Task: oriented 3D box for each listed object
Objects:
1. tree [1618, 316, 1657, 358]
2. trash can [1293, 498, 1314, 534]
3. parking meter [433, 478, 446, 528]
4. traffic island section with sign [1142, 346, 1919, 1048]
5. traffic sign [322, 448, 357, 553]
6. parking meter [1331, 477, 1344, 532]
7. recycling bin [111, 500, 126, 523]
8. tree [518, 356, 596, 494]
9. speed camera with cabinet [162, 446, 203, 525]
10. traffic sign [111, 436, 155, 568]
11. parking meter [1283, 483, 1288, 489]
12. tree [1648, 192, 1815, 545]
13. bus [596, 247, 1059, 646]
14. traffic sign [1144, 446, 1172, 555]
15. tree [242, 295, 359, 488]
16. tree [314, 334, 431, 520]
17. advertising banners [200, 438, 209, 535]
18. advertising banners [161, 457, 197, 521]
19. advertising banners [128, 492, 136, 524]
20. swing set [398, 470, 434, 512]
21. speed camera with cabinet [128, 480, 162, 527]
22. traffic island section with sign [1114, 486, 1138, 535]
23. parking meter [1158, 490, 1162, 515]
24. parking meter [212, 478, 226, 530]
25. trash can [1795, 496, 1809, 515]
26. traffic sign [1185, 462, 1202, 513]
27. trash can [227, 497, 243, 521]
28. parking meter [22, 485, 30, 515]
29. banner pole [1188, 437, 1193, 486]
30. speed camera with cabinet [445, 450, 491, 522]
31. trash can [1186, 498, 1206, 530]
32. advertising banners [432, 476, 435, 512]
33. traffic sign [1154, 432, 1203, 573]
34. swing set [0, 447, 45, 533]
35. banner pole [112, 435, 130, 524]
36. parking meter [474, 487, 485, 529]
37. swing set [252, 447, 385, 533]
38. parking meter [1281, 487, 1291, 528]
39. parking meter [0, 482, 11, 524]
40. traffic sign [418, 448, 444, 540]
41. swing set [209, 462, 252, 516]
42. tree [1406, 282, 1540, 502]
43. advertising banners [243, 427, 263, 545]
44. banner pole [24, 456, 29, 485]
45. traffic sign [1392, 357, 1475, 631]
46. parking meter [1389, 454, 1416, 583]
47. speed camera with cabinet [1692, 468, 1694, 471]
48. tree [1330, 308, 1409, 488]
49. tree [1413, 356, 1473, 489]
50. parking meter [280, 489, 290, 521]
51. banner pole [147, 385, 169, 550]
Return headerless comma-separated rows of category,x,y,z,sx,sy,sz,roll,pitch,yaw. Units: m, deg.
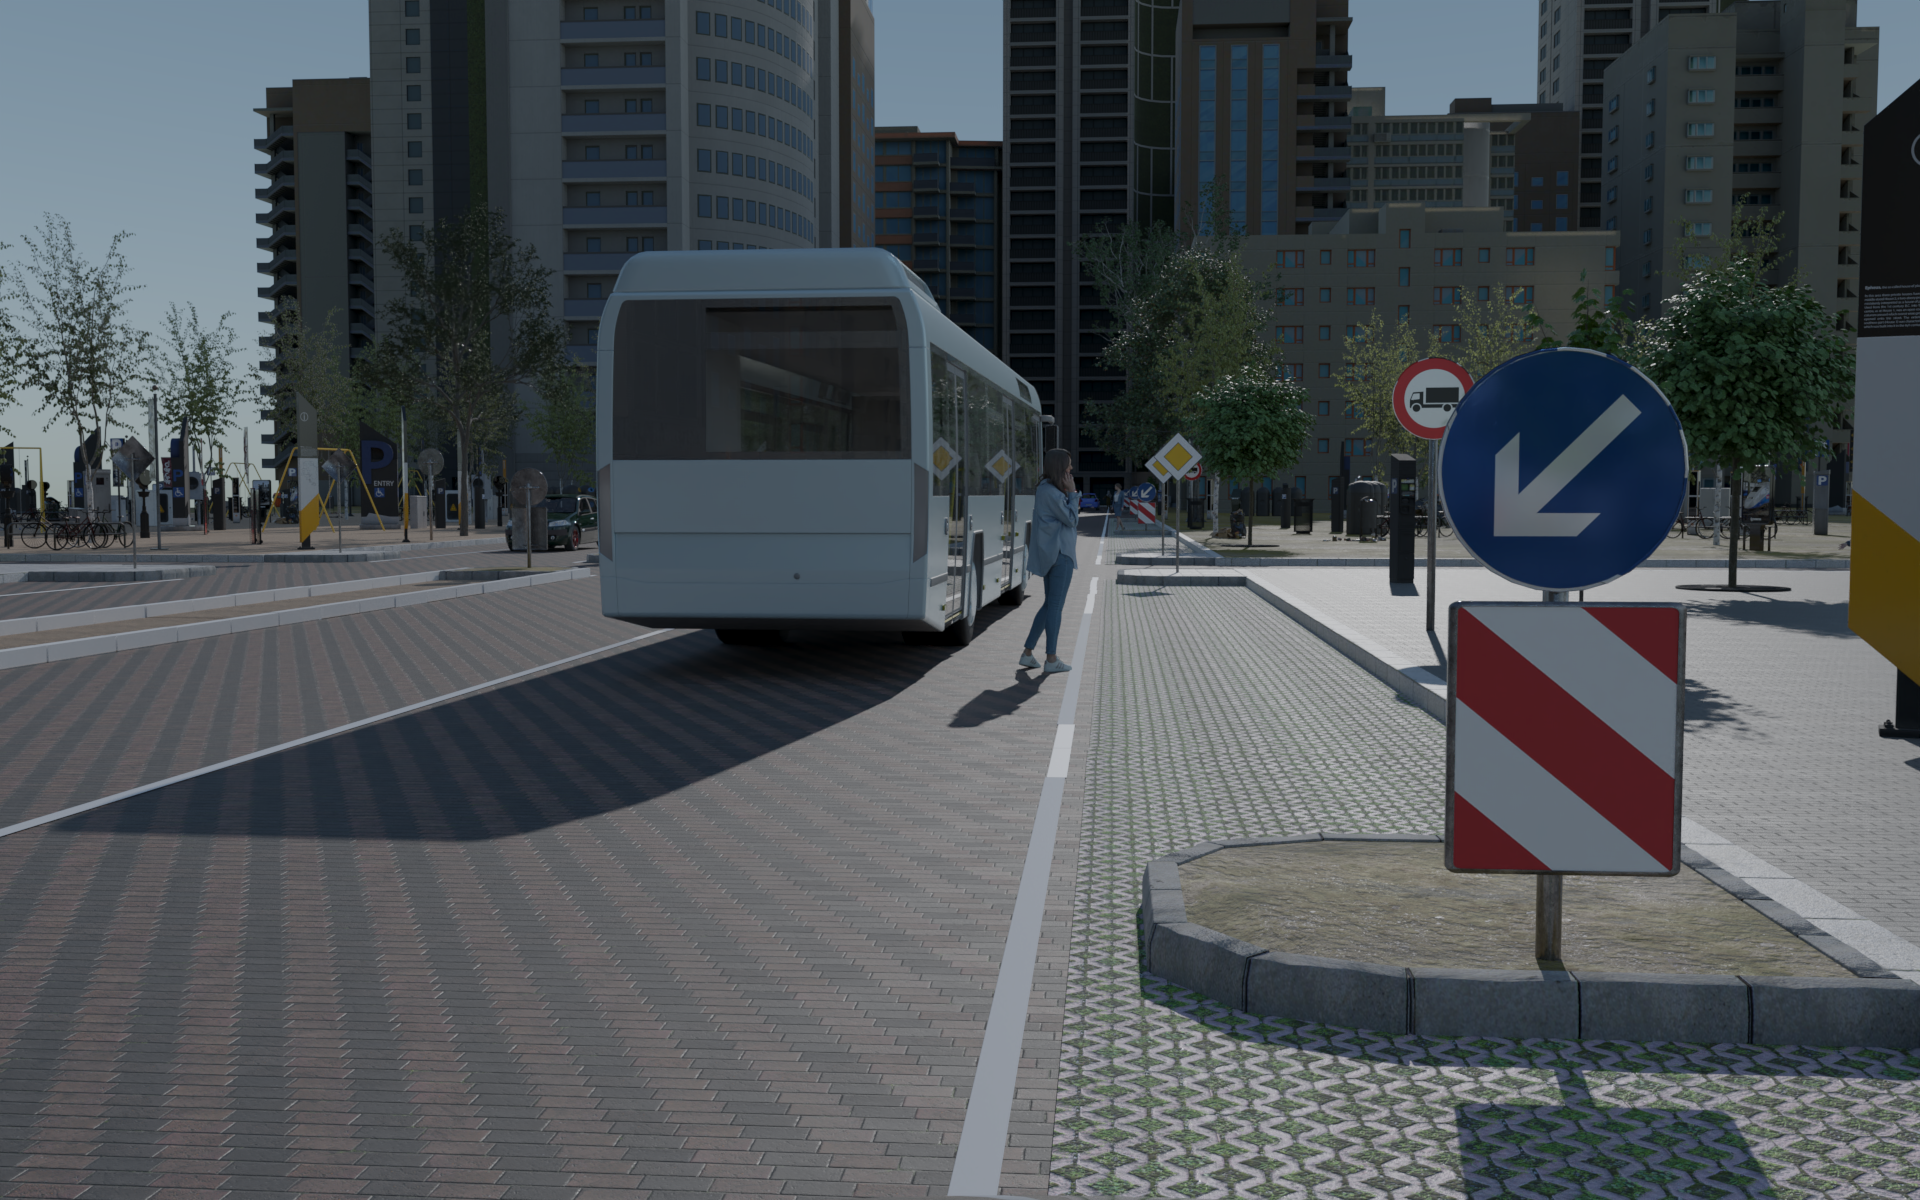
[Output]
tree,27.716,-7.343,70.415,4.360,8.622,3.978,0,3,0
trash can,11.069,-2.702,55.833,0.748,1.137,0.748,0,3,0
parking meter,-19.430,-3.606,64.666,0.399,1.863,0.255,-2,4,-28
traffic island section with sign,1.587,0.193,5.467,1.989,1.847,2.006,0,4,5
traffic sign,-13.529,-2.087,37.763,0.795,2.450,0.064,0,4,5
parking meter,12.759,-3.233,58.568,0.255,1.863,0.399,-3,5,-39
recycling bin,-38.015,-3.992,77.830,0.722,1.027,0.722,0,4,6
tree,-20.059,-8.356,86.983,4.737,8.622,4.395,0,3,0
speed camera with cabinet,-32.262,-4.703,71.232,2.038,3.252,0.660,-1,4,-11
traffic sign,-14.225,-1.600,29.808,0.795,2.450,0.064,0,4,5
parking meter,17.226,-5.261,91.722,0.255,1.863,0.399,0,4,2
tree,19.217,-5.693,43.443,4.737,8.622,4.395,0,3,0
bus,-0.722,-1.514,19.618,2.948,3.499,13.247,0,4,7
traffic sign,4.246,-1.991,36.194,0.795,2.450,0.064,0,4,5
tree,-24.049,-6.935,63.753,4.360,8.622,3.978,0,3,0
tree,-25.817,-7.855,78.796,4.737,8.622,4.395,0,3,0
advertising banners,-23.822,-3.572,54.592,0.090,3.025,2.074,-1,4,-19
advertising banners,-36.547,-5.219,81.513,2.074,3.025,0.090,0,4,1
advertising banners,-34.818,-4.711,73.217,0.090,3.025,2.074,-1,4,-9
swing set,-35.965,-7.093,113.598,2.862,2.851,3.119,0,4,-6
speed camera with cabinet,-32.413,-4.546,68.665,0.660,3.252,2.038,-3,4,-39
traffic island section with sign,6.436,-3.198,60.918,1.989,1.847,2.006,0,4,5
parking meter,12.074,-5.855,104.147,0.372,1.533,0.369,0,3,0
parking meter,-26.266,-3.405,61.375,0.399,1.863,0.255,0,4,5
trash can,51.320,-5.745,105.581,0.748,1.137,0.748,0,3,0
traffic sign,8.648,-3.949,64.679,0.768,2.556,0.104,1,4,12
trash can,-34.627,-4.348,82.737,0.748,1.137,0.748,0,3,0
parking meter,-58.077,-6.235,107.654,0.255,1.863,0.399,0,4,3
banner pole,9.116,-4.797,68.447,0.401,3.779,0.863,1,4,21
speed camera with cabinet,-22.242,-5.129,78.187,2.038,3.252,0.660,1,4,13
trash can,8.550,-3.127,62.773,0.748,1.137,0.748,0,3,0
advertising banners,-32.665,-6.872,108.549,2.074,3.025,0.090,3,5,41
traffic sign,3.550,-1.504,28.239,0.795,2.450,0.064,0,4,5
swing set,-32.127,-3.652,57.333,3.119,2.851,2.862,-2,4,-26
banner pole,-35.535,-5.103,73.456,0.401,3.779,0.863,3,5,41
parking meter,-17.737,-3.397,63.954,0.372,1.533,0.369,0,3,0
swing set,-21.744,-3.751,58.956,2.862,2.851,3.119,1,4,16
parking meter,12.283,-3.479,65.295,0.372,1.533,0.369,0,3,0
parking meter,-41.328,-4.236,74.969,0.399,1.863,0.255,0,4,-5
traffic sign,-14.672,-2.929,47.999,0.768,2.556,0.104,1,4,9
swing set,-35.953,-5.462,86.926,2.862,2.851,3.119,0,4,-4
tree,18.077,-6.671,59.439,4.360,8.622,3.978,0,3,0
advertising banners,-18.197,-2.958,44.550,0.090,3.025,2.074,-2,4,-32
banner pole,-60.475,-7.478,112.284,0.401,3.779,0.863,-1,4,-9
traffic sign,4.423,-0.985,16.207,0.768,2.556,0.104,1,4,12
parking meter,6.393,-1.181,25.016,0.255,1.863,0.399,0,4,-8
speed camera with cabinet,42.447,-6.542,101.305,0.660,3.252,2.038,0,4,8
tree,16.951,-7.282,69.420,4.360,8.622,3.978,0,3,0
tree,25.779,-8.690,92.447,4.737,8.622,4.395,0,3,0
parking meter,-32.535,-4.584,83.357,0.372,1.533,0.369,0,3,0
banner pole,-18.600,-3.056,39.986,0.401,3.779,0.863,-3,5,-39
